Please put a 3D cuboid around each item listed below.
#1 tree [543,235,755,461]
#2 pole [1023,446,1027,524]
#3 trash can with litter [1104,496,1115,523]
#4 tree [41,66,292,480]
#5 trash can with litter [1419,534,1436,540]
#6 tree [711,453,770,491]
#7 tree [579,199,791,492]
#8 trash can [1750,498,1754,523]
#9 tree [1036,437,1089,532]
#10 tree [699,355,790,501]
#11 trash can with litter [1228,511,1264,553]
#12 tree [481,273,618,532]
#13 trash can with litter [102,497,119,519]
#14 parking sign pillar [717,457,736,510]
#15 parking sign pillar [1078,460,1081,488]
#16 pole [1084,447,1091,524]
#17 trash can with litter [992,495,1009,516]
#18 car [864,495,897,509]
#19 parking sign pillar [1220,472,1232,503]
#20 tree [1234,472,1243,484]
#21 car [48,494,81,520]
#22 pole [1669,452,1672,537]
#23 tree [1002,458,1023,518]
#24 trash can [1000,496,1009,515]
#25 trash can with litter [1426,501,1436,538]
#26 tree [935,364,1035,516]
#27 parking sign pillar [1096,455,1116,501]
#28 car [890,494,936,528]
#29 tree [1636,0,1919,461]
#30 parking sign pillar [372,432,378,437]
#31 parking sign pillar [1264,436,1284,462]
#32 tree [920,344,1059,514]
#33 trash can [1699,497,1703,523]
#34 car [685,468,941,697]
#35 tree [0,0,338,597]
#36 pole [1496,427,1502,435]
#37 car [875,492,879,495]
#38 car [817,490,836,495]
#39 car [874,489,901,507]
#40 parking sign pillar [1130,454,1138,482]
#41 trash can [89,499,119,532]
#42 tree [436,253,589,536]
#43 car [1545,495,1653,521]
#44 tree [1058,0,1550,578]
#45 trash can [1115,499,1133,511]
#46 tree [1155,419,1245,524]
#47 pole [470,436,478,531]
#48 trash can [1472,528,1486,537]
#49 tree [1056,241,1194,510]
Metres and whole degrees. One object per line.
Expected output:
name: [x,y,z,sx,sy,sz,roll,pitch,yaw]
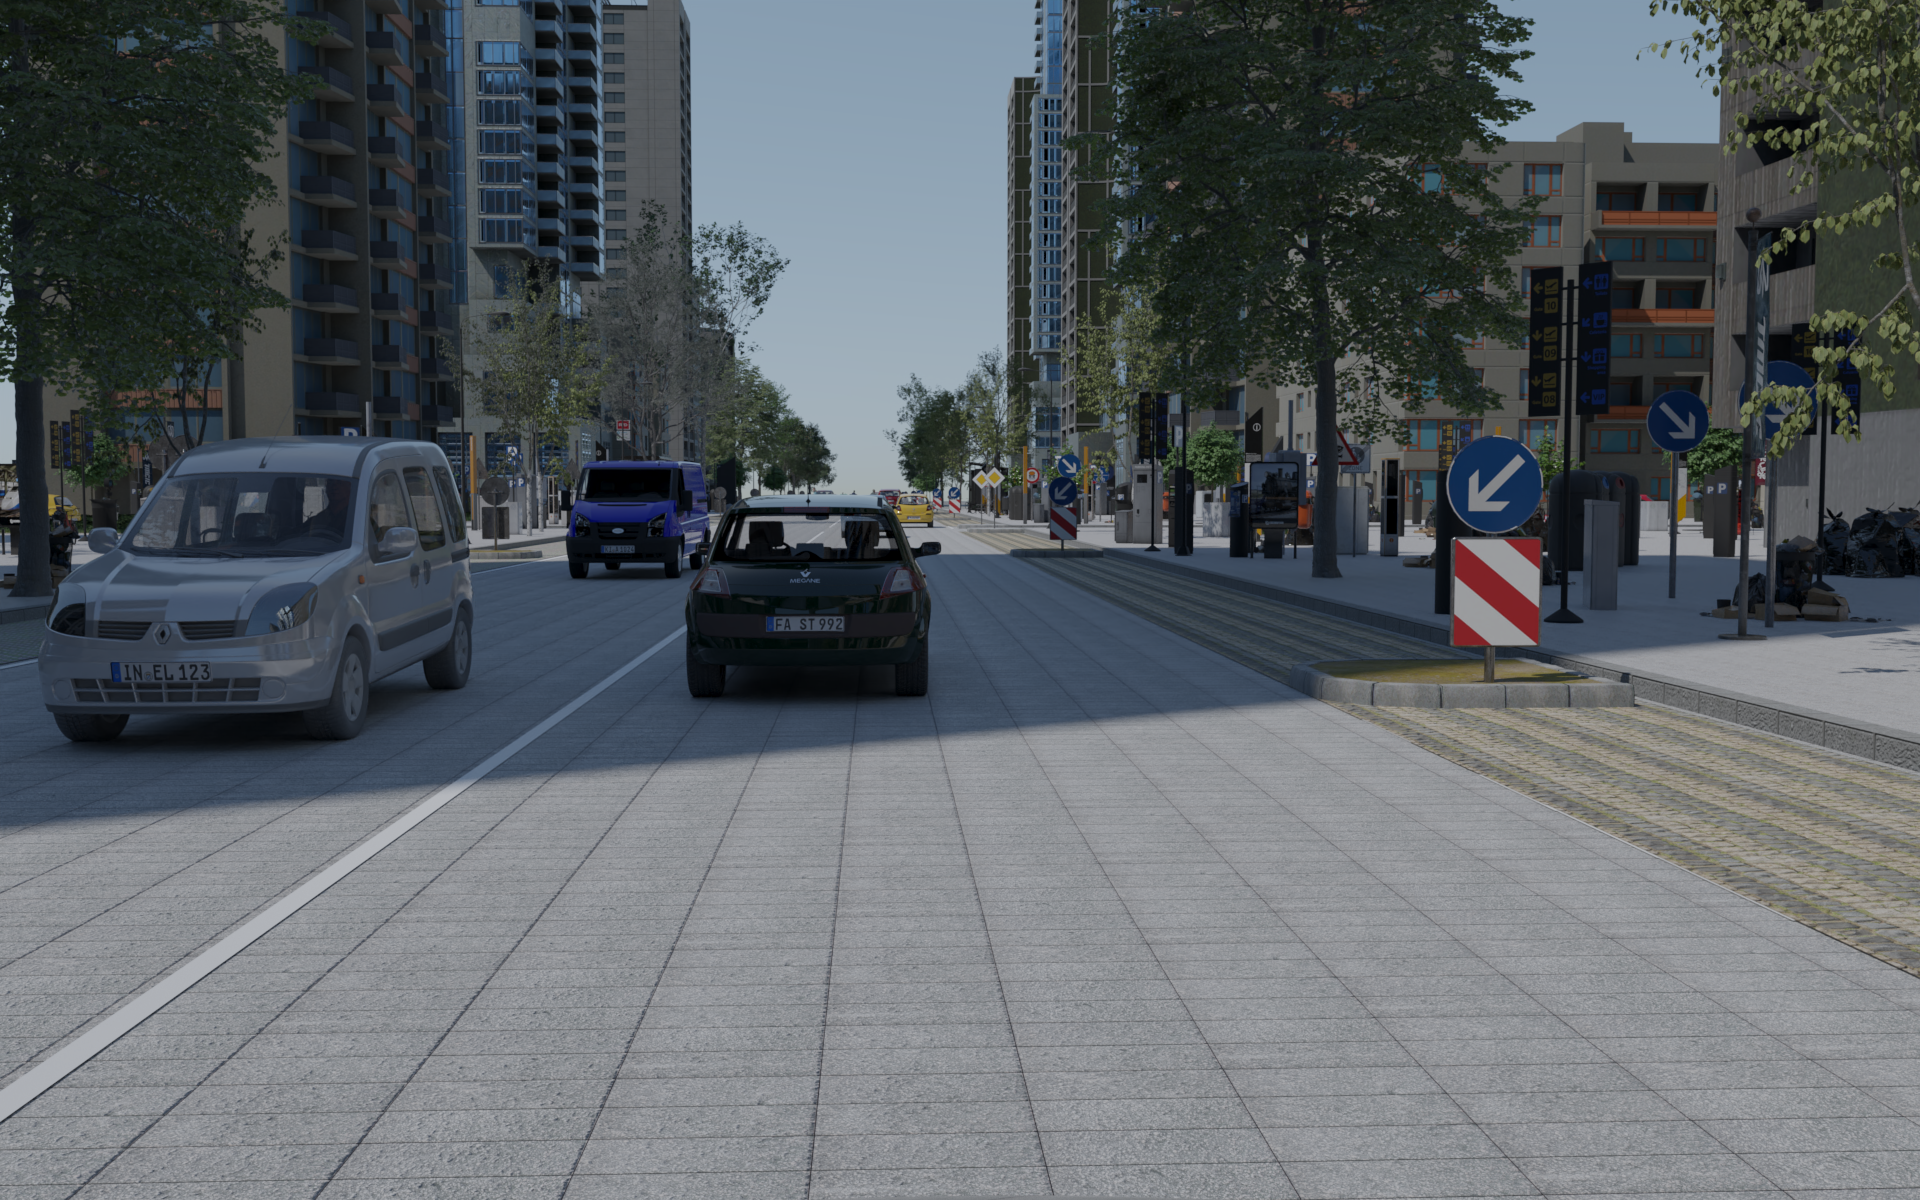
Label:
tree: [-14.892,-10.583,83.403,12.009,13.543,11.850,0,3,0]
pole: [2.783,-4.898,73.930,0.158,3.312,0.155,0,3,0]
trash can with litter: [7.257,-4.039,77.092,2.233,1.210,1.678,-3,5,-41]
tree: [-13.350,-4.859,29.814,4.360,8.622,3.978,0,3,0]
trash can with litter: [13.803,-2.271,48.185,1.678,1.210,2.233,-2,4,-31]
tree: [-17.881,-9.235,134.702,4.285,4.588,4.351,0,3,0]
tree: [-17.689,-15.674,112.154,12.611,20.169,13.585,0,3,0]
trash can: [25.699,-2.774,57.010,0.748,1.137,0.748,0,3,0]
tree: [3.682,-3.935,58.934,1.663,3.219,1.824,0,3,0]
tree: [-17.697,-13.702,142.157,7.486,12.596,7.792,0,3,0]
trash can with litter: [6.429,-1.618,37.848,1.055,1.170,0.624,-1,4,-22]
tree: [-13.949,-6.606,58.370,4.737,8.622,4.395,0,3,0]
trash can with litter: [-29.998,-3.076,61.683,1.055,1.170,0.624,-1,4,-10]
parking sign pillar: [-16.652,-8.264,123.581,1.447,3.967,1.447,0,4,0]
parking sign pillar: [8.983,-8.986,135.389,1.447,3.967,1.447,2,4,29]
pole: [5.431,-4.935,74.533,0.158,3.312,0.155,0,3,0]
trash can with litter: [3.120,-5.643,103.312,2.233,1.210,1.678,1,4,14]
car: [-3.089,-2.799,57.760,2.014,1.417,4.499,0,4,-3]
parking sign pillar: [13.304,-6.002,86.612,1.447,3.967,1.447,0,4,-1]
tree: [17.636,-7.189,112.142,1.663,3.219,1.824,0,3,0]
car: [-36.133,-3.458,66.757,3.980,1.641,2.015,0,4,-2]
pole: [21.418,-3.554,51.943,0.158,3.312,0.155,0,3,0]
tree: [2.949,-6.095,94.253,1.663,3.219,1.824,0,3,0]
trash can: [2.641,-5.703,104.894,0.748,1.137,0.748,0,3,0]
trash can with litter: [14.249,-2.447,51.402,0.624,1.170,1.055,3,4,36]
tree: [1.881,-9.096,99.085,4.737,8.622,4.395,0,3,0]
parking sign pillar: [9.788,-7.825,116.407,1.447,3.967,1.447,-2,4,-24]
car: [-2.018,-3.942,74.677,2.015,1.641,3.980,0,4,-2]
tree: [6.808,-3.739,11.493,4.737,8.622,4.395,0,3,0]
parking sign pillar: [-25.163,-5.343,75.831,1.447,3.967,1.447,1,4,18]
parking sign pillar: [14.409,-5.576,79.632,1.447,3.967,1.447,2,4,33]
tree: [1.768,-10.638,108.351,8.767,10.594,7.601,0,4,-7]
trash can: [32.819,-3.933,75.961,0.748,1.137,0.748,0,3,0]
car: [-1.132,-0.236,13.644,2.009,1.686,4.222,0,4,-3]
tree: [-11.901,-6.339,21.763,7.486,12.596,7.792,0,3,0]
pole: [16.269,-3.582,52.409,0.158,3.312,0.155,0,3,0]
car: [-14.345,-17.681,297.759,2.281,1.827,5.304,0,4,-3]
car: [-12.618,-9.338,161.349,2.281,1.827,5.304,0,4,-1]
car: [-4.895,-6.880,121.169,2.281,1.827,5.304,0,4,-2]
parking sign pillar: [11.880,-7.812,116.195,1.447,3.967,1.447,-1,4,-17]
trash can: [-23.738,-2.227,48.066,0.748,1.137,0.748,0,3,0]
tree: [-13.329,-6.247,52.502,4.360,8.622,3.978,0,3,0]
car: [25.630,-3.677,69.163,4.494,1.783,2.155,0,4,-4]
tree: [5.219,-6.615,26.281,7.486,12.596,7.792,0,3,0]
trash can: [4.465,-2.094,45.891,0.748,1.137,0.748,0,3,0]
tree: [10.979,-5.576,74.889,4.285,4.588,4.351,0,3,0]
pole: [-17.021,-4.085,60.626,0.158,3.312,0.155,0,3,0]
trash can: [8.183,-0.915,26.611,0.748,1.137,0.748,0,3,0]
tree: [4.882,-6.034,49.015,4.737,8.622,4.395,0,3,0]
